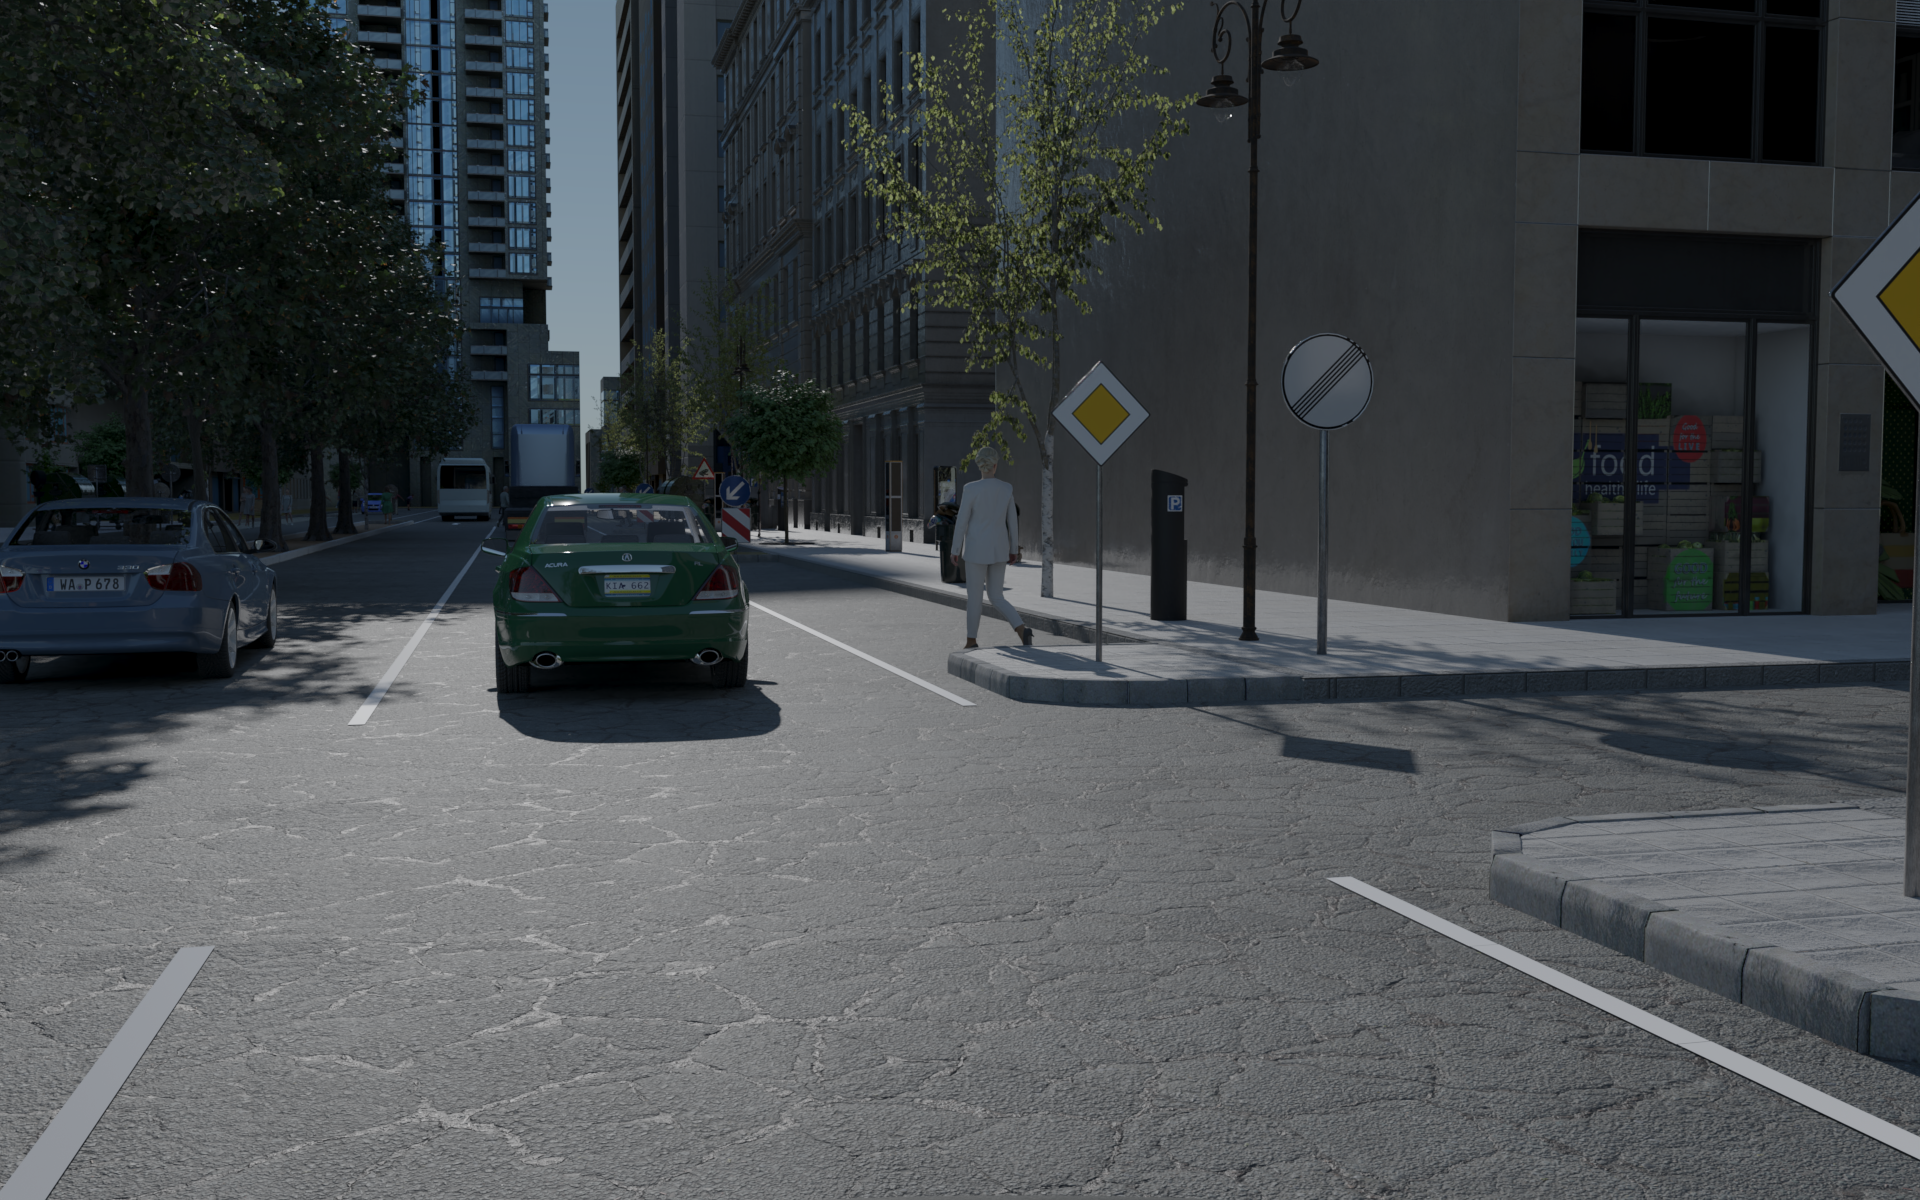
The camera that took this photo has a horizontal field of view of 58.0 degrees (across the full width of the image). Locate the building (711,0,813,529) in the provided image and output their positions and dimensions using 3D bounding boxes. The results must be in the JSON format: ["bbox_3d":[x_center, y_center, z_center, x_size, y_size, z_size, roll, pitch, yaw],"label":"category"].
[{"bbox_3d":[-3.203,-17.005,75.298,12.463,27.353,25.104,-1,4,-14],"label":"building"}]

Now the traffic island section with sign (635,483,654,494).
[{"bbox_3d":[-11.674,-3.343,63.280,1.989,1.847,2.006,-1,4,-14],"label":"traffic island section with sign"}]

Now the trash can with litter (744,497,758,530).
[{"bbox_3d":[-7.510,-3.049,61.239,0.624,1.170,1.055,-2,4,-25],"label":"trash can with litter"}]

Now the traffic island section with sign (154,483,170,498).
[{"bbox_3d":[-27.405,-3.096,59.254,1.989,1.847,2.006,-1,4,-14],"label":"traffic island section with sign"}]

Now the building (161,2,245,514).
[{"bbox_3d":[-54.807,-28.226,111.613,14.600,45.320,14.200,-1,4,-14],"label":"building"}]

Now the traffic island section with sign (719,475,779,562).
[{"bbox_3d":[-5.017,-1.745,37.157,1.989,1.847,2.006,-1,4,-14],"label":"traffic island section with sign"}]

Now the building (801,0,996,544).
[{"bbox_3d":[1.389,-12.519,53.837,9.793,20.994,18.267,-1,4,-14],"label":"building"}]

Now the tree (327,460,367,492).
[{"bbox_3d":[-52.592,-10.091,148.700,4.285,4.588,4.351,0,3,0],"label":"tree"}]

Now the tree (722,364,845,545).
[{"bbox_3d":[-4.433,-3.700,44.203,4.285,4.588,4.351,0,3,0],"label":"tree"}]

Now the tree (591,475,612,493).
[{"bbox_3d":[-29.788,-9.196,144.958,1.663,3.219,1.824,0,3,0],"label":"tree"}]

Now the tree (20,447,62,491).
[{"bbox_3d":[-32.725,-4.131,62.145,1.663,3.219,1.824,0,3,0],"label":"tree"}]

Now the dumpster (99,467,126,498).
[{"bbox_3d":[-30.567,-3.645,62.091,1.502,2.255,1.985,-1,4,-14],"label":"dumpster"}]

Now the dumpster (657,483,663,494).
[{"bbox_3d":[-11.948,-4.070,72.305,1.264,1.857,1.865,-1,4,-14],"label":"dumpster"}]

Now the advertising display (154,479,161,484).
[{"bbox_3d":[-34.189,-4.160,73.225,0.974,1.923,0.123,1,4,22],"label":"advertising display"}]

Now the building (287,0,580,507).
[{"bbox_3d":[-55.254,-52.813,176.167,31.000,86.520,22.319,-1,4,-14],"label":"building"}]

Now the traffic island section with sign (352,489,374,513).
[{"bbox_3d":[-46.473,-7.670,134.026,1.989,1.847,2.006,-1,4,-14],"label":"traffic island section with sign"}]

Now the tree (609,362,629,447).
[{"bbox_3d":[-16.481,-8.638,91.591,4.737,8.622,4.395,0,3,0],"label":"tree"}]

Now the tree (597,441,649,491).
[{"bbox_3d":[-21.086,-7.631,108.476,4.285,4.588,4.351,0,3,0],"label":"tree"}]

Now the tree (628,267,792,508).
[{"bbox_3d":[-7.237,-6.426,55.420,4.737,8.622,4.395,0,3,0],"label":"tree"}]

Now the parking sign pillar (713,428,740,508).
[{"bbox_3d":[-9.561,-5.051,71.055,1.447,3.967,1.447,2,4,28],"label":"parking sign pillar"}]

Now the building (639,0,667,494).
[{"bbox_3d":[-16.542,-29.384,130.541,14.600,45.320,14.200,-1,4,-14],"label":"building"}]

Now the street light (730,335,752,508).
[{"bbox_3d":[-6.383,-4.760,50.607,0.468,5.910,1.993,-1,4,-14],"label":"street light"}]

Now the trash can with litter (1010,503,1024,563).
[{"bbox_3d":[0.851,-1.291,32.500,0.624,1.170,1.055,1,4,11],"label":"trash can with litter"}]

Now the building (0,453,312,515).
[{"bbox_3d":[-67.414,-17.722,134.793,28.899,21.520,27.650,-1,4,-14],"label":"building"}]

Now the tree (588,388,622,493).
[{"bbox_3d":[-23.783,-10.383,120.123,4.360,8.622,3.978,0,3,0],"label":"tree"}]

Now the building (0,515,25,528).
[{"bbox_3d":[-47.970,-12.950,56.769,27.650,21.520,28.899,-1,4,-14],"label":"building"}]

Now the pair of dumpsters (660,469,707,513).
[{"bbox_3d":[-10.996,-4.065,68.951,1.574,2.255,4.437,-1,4,-14],"label":"pair of dumpsters"}]

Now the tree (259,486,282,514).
[{"bbox_3d":[-43.750,-9.816,110.850,4.737,8.622,4.395,0,3,0],"label":"tree"}]

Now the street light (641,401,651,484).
[{"bbox_3d":[-15.552,-6.932,86.127,0.468,5.910,1.993,-1,4,-14],"label":"street light"}]

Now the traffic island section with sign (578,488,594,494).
[{"bbox_3d":[-24.132,-6.328,112.083,1.989,1.847,2.006,-1,4,-14],"label":"traffic island section with sign"}]

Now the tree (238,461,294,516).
[{"bbox_3d":[-41.329,-7.314,103.297,4.285,4.588,4.351,0,3,0],"label":"tree"}]

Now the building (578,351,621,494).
[{"bbox_3d":[-24.276,-53.263,183.522,31.000,86.520,22.319,-1,4,-14],"label":"building"}]

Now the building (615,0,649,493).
[{"bbox_3d":[-18.047,-32.150,149.350,21.300,48.544,21.600,-1,4,-14],"label":"building"}]

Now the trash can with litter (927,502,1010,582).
[{"bbox_3d":[0.089,-0.848,25.255,1.055,1.170,0.624,-3,5,-42],"label":"trash can with litter"}]

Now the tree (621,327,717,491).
[{"bbox_3d":[-12.679,-7.686,76.032,4.360,8.622,3.978,0,3,0],"label":"tree"}]

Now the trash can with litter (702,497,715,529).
[{"bbox_3d":[-8.735,-2.989,60.257,0.624,1.170,1.055,-1,4,-17],"label":"trash can with litter"}]

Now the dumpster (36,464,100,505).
[{"bbox_3d":[-29.216,-3.301,56.459,1.502,2.255,1.985,-1,4,-14],"label":"dumpster"}]

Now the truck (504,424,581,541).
[{"bbox_3d":[-14.704,-4.369,61.199,2.967,4.110,18.799,-1,4,-14],"label":"truck"}]

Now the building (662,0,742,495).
[{"bbox_3d":[-8.334,-34.761,110.347,21.231,58.520,28.212,-1,4,-14],"label":"building"}]

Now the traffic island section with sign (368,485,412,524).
[{"bbox_3d":[-27.400,-4.593,83.233,2.006,1.907,1.989,-1,4,-14],"label":"traffic island section with sign"}]

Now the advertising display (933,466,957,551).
[{"bbox_3d":[-0.339,-2.106,39.653,0.123,1.923,0.974,2,4,26],"label":"advertising display"}]

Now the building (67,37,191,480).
[{"bbox_3d":[-56.686,-30.593,89.428,28.713,52.752,27.495,-1,4,-14],"label":"building"}]

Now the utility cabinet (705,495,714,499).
[{"bbox_3d":[-11.912,-4.335,82.032,0.306,1.237,1.020,2,4,33],"label":"utility cabinet"}]

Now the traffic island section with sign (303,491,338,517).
[{"bbox_3d":[-39.804,-6.072,107.905,1.989,1.847,2.006,-1,4,-14],"label":"traffic island section with sign"}]

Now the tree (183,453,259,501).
[{"bbox_3d":[-37.617,-8.280,85.748,4.737,8.622,4.395,0,3,0],"label":"tree"}]

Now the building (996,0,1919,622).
[{"bbox_3d":[19.580,-13.790,29.981,34.151,26.468,19.350,-1,4,-14],"label":"building"}]

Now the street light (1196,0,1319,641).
[{"bbox_3d":[2.536,-2.583,15.024,0.468,5.910,1.993,-1,4,-14],"label":"street light"}]
